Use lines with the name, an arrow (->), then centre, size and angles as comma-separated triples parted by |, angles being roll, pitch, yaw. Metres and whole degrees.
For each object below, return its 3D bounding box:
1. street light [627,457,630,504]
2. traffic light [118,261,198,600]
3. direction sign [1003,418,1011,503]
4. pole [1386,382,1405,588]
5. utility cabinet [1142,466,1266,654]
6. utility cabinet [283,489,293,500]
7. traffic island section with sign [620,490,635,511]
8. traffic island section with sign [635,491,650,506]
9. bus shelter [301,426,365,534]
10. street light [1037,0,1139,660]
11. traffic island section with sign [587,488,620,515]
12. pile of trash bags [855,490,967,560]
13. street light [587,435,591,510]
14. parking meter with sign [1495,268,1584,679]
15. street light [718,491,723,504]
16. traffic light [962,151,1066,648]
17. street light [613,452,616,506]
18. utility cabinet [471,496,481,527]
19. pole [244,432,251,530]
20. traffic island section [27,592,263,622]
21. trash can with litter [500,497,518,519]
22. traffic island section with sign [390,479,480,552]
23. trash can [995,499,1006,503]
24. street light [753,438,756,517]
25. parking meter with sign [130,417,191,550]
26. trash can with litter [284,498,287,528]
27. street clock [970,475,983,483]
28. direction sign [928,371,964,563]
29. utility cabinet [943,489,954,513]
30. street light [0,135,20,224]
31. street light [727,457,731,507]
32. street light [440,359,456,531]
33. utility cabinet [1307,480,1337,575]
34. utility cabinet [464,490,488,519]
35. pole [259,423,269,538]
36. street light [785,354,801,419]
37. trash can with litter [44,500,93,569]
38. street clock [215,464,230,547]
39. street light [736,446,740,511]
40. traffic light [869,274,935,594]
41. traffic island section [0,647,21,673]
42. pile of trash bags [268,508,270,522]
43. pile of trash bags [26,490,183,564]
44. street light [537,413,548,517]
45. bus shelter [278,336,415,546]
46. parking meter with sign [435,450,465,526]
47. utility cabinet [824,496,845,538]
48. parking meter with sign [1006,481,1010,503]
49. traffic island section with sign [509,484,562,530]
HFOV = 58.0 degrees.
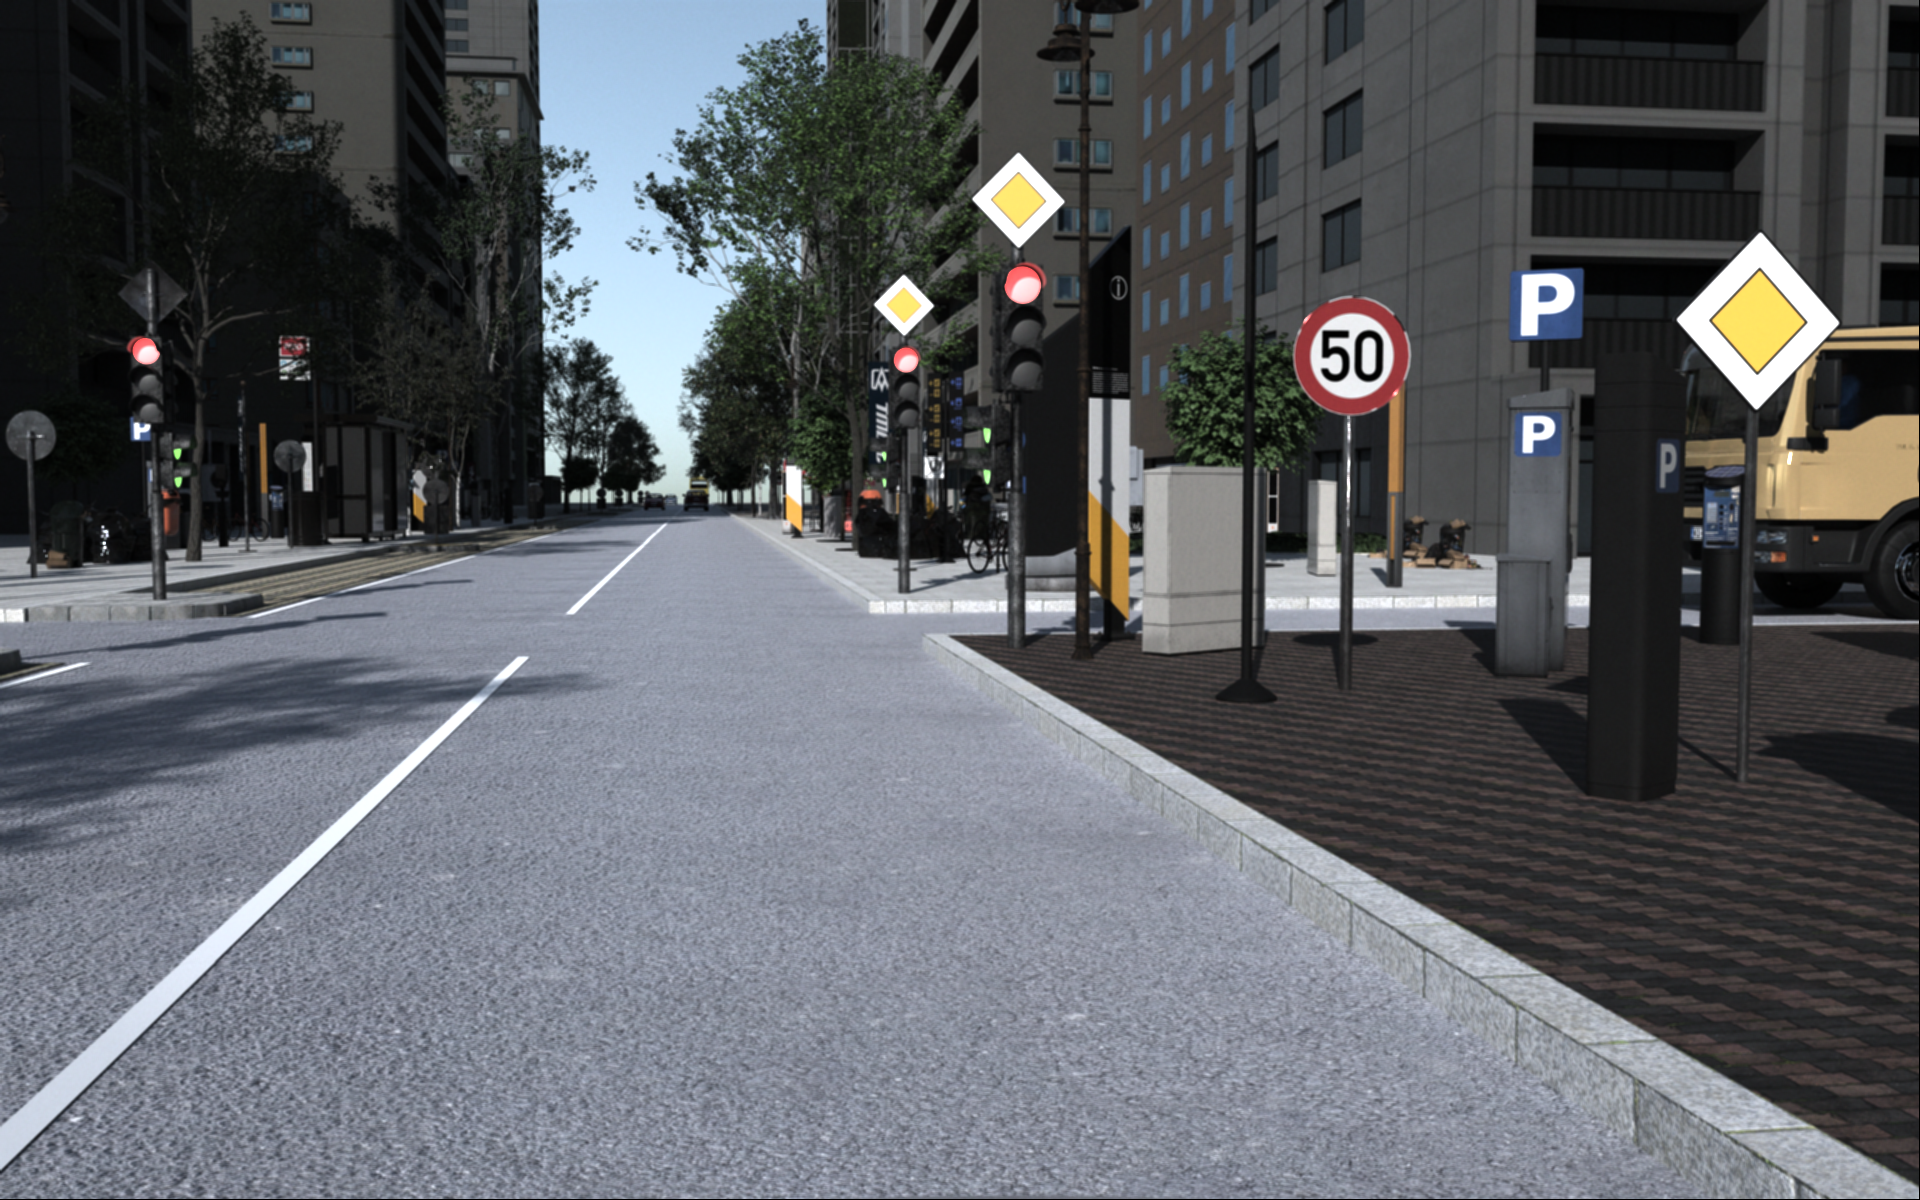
street light -> -41.526, -14.945, 217.131 | 0.468, 5.910, 1.993 | -1, 4, -9
traffic light -> -9.698, -1.957, 20.911 | 0.839, 4.253, 0.868 | -1, 4, -9
direction sign -> 1.314, -3.643, 51.564 | 0.379, 3.537, 0.876 | 2, 4, 34
pole -> 5.978, -1.829, 23.739 | 0.158, 3.312, 0.155 | 0, 3, 0
utility cabinet -> 1.987, -0.331, 14.095 | 1.173, 1.500, 0.318 | -3, 5, -41
utility cabinet -> -31.673, -4.463, 81.645 | 0.318, 1.500, 1.173 | -2, 4, -28
traffic island section with sign -> -28.724, -8.425, 146.380 | 1.989, 1.847, 2.006 | -1, 4, -9
traffic island section with sign -> -37.009, -11.774, 201.136 | 1.989, 1.847, 2.006 | -1, 4, -9
bus shelter -> -20.637, -4.107, 58.439 | 1.731, 3.624, 6.357 | -1, 4, -9
street light -> 0.955, -2.479, 13.321 | 0.468, 5.910, 1.993 | -1, 4, -9
traffic island section with sign -> -24.613, -6.763, 119.208 | 1.989, 1.847, 2.006 | -1, 4, -9
pile of trash bags -> -1.283, -1.574, 35.485 | 1.912, 1.369, 3.447 | -2, 4, -27
street light -> -29.114, -9.973, 135.853 | 0.468, 5.910, 1.993 | -1, 4, -9
parking meter with sign -> 4.251, -1.010, 12.770 | 0.543, 3.016, 1.738 | 1, 4, 22
street light -> -35.339, -17.169, 253.493 | 0.468, 5.910, 1.993 | -1, 4, -9
traffic light -> 0.454, -1.557, 14.382 | 0.839, 4.253, 0.868 | -1, 4, -9
street light -> -35.659, -12.598, 178.758 | 0.468, 5.910, 1.993 | -1, 4, -9
utility cabinet -> -19.031, -3.487, 68.174 | 0.306, 1.237, 1.020 | -1, 4, -12
pole -> -23.379, -3.850, 56.795 | 0.158, 3.312, 0.155 | 0, 3, 0
traffic island section -> -9.739, 0.076, 21.040 | 2.009, 0.180, 2.903 | -1, 4, -9
trash can with litter -> -24.218, -4.902, 91.208 | 2.233, 1.210, 1.678 | -1, 4, -11
traffic island section with sign -> -13.151, -2.132, 43.478 | 1.989, 1.847, 2.006 | -1, 4, -9
trash can -> 1.419, -2.527, 52.970 | 0.748, 1.137, 0.748 | 0, 3, 0
street light -> -11.457, -7.555, 96.307 | 0.468, 5.910, 1.993 | -1, 4, -9
parking meter with sign -> -18.344, -2.671, 39.937 | 0.543, 3.016, 1.738 | 0, 4, 5
trash can with litter -> -25.801, -3.346, 66.096 | 1.055, 1.170, 0.624 | 0, 4, 3
street clock -> 0.629, -3.739, 65.703 | 0.471, 2.002, 0.358 | 0, 4, -7
direction sign -> -0.267, -2.461, 32.234 | 0.876, 3.537, 0.379 | 3, 5, 41
utility cabinet -> -0.728, -4.214, 77.575 | 0.318, 1.500, 1.173 | -2, 4, -32
street light -> -11.817, -2.942, 20.889 | 0.468, 5.910, 1.993 | -1, 4, -9
street light -> -22.822, -12.142, 171.308 | 0.468, 5.910, 1.993 | -1, 4, -9
street light -> -17.522, -5.301, 59.454 | 0.468, 5.910, 1.993 | -1, 4, -9
utility cabinet -> 5.767, -1.154, 27.541 | 0.318, 1.500, 1.173 | 0, 4, 4
utility cabinet -> -24.697, -4.876, 88.403 | 0.318, 1.500, 1.173 | 3, 5, 41
pole -> -20.104, -3.436, 50.024 | 0.158, 3.312, 0.155 | 0, 3, 0
street light -> -5.512, -5.161, 57.174 | 0.468, 5.910, 1.993 | -1, 4, -9
trash can with litter -> -15.459, -1.138, 30.000 | 0.624, 1.170, 1.055 | -1, 4, -15
street clock -> -17.843, -2.284, 41.916 | 0.358, 2.002, 0.471 | -1, 4, -15
street light -> -16.966, -9.774, 132.596 | 0.468, 5.910, 1.993 | -1, 4, -9
traffic light -> -0.741, -2.040, 22.278 | 0.839, 4.253, 0.868 | -1, 4, -9
traffic island section -> -8.544, 0.559, 13.144 | 2.009, 0.180, 2.903 | -1, 4, -9
pile of trash bags -> -31.850, -4.248, 79.204 | 3.447, 1.369, 1.912 | -2, 4, -24
pile of trash bags -> -16.124, -1.441, 33.308 | 1.912, 1.369, 3.447 | 1, 4, 8
street light -> -23.405, -7.608, 97.185 | 0.468, 5.910, 1.993 | -1, 4, -9
bus shelter -> -16.500, -4.218, 46.591 | 2.179, 5.291, 8.768 | -1, 4, -8
parking meter with sign -> -20.277, -4.432, 68.729 | 0.543, 3.016, 1.738 | 0, 4, -1
utility cabinet -> -3.706, -2.432, 50.925 | 0.306, 1.237, 1.020 | -2, 4, -25
parking meter with sign -> 2.190, -4.820, 75.064 | 0.543, 3.016, 1.738 | 0, 4, 6
traffic island section with sign -> -17.214, -3.774, 70.339 | 1.989, 1.847, 2.006 | -1, 4, -9
